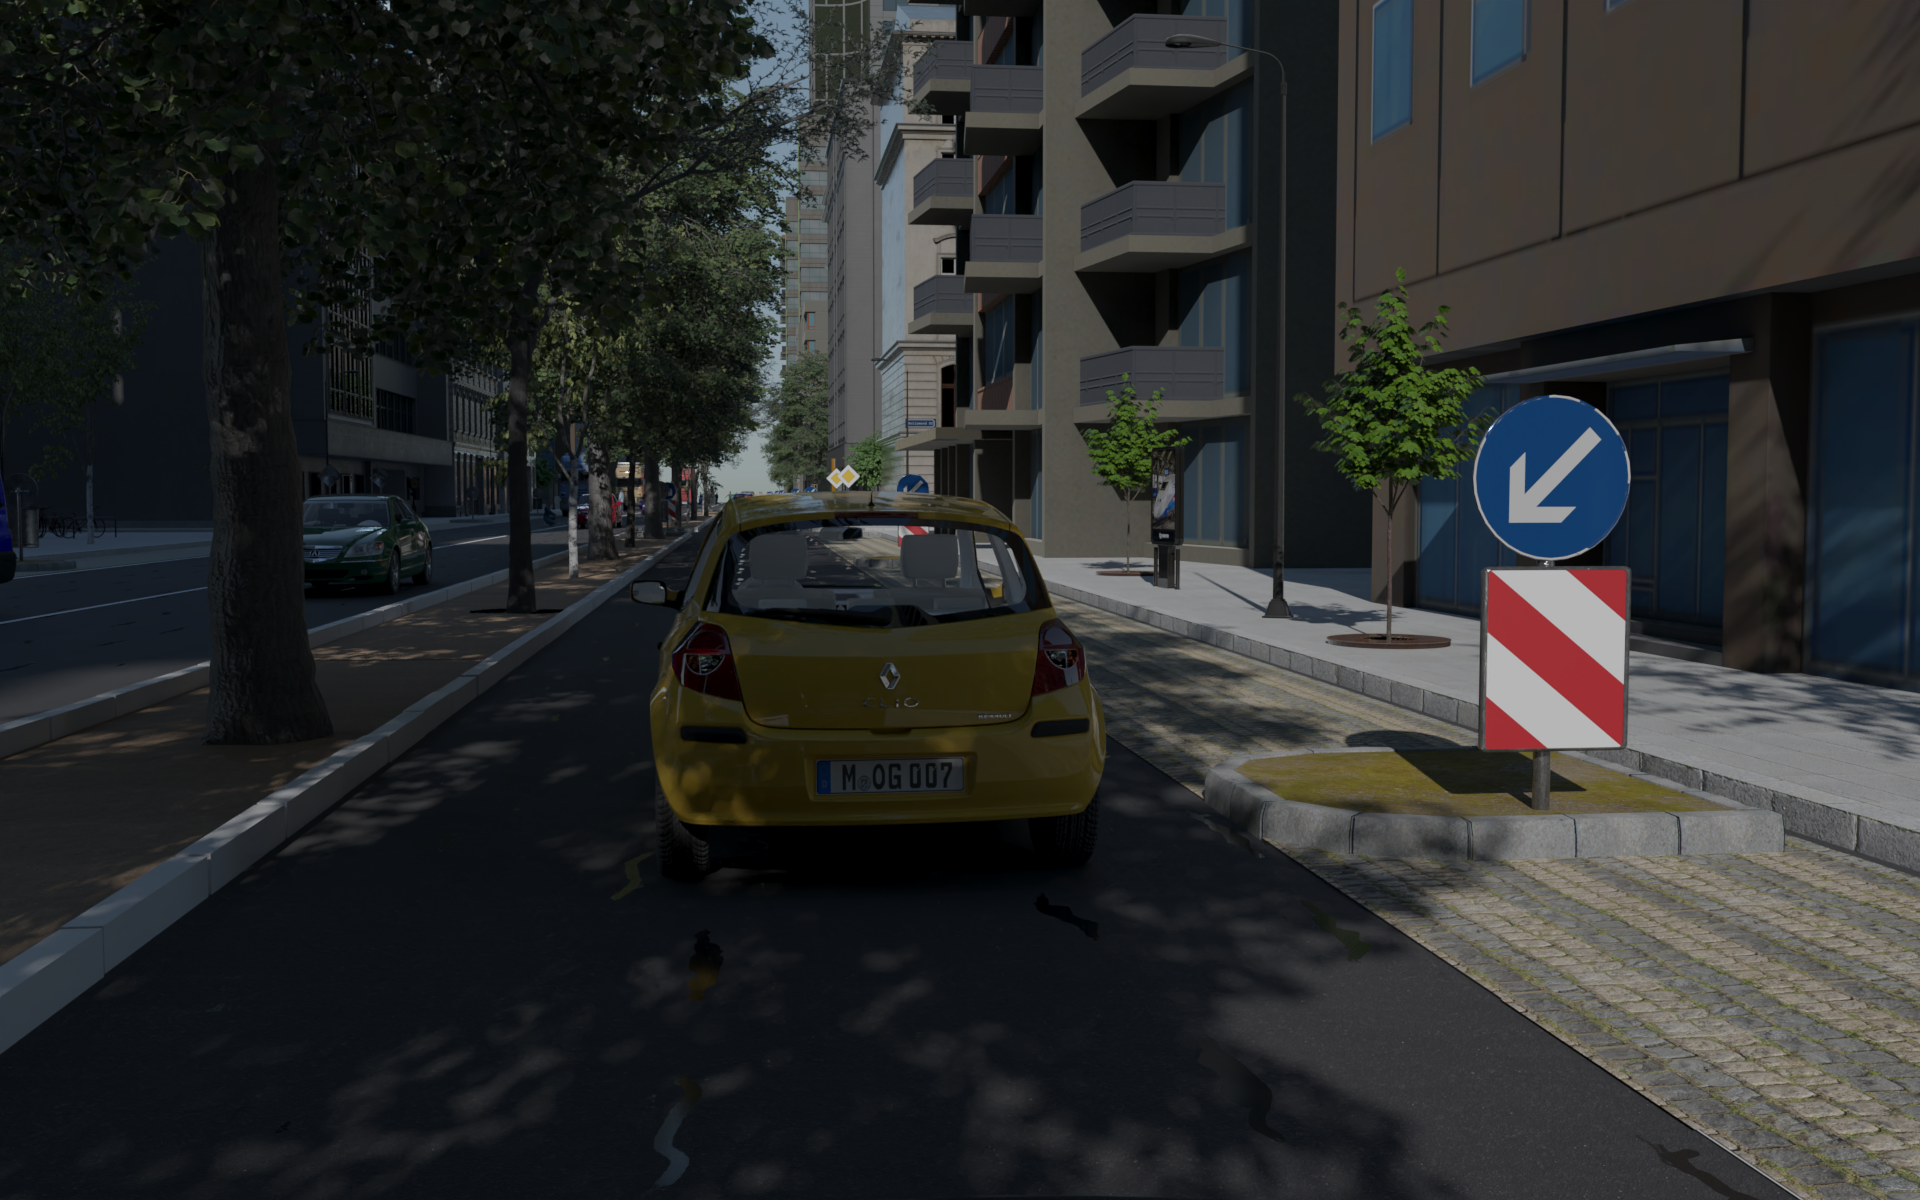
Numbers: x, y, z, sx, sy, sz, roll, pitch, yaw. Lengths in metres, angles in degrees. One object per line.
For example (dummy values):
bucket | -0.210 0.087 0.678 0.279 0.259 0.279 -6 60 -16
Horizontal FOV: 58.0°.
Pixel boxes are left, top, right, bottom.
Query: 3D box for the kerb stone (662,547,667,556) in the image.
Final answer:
kerb stone | -6.779 -1.044 39.264 0.120 0.150 1.000 0 4 -7

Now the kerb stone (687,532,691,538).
kerb stone | -8.642 -1.978 54.538 0.120 0.150 1.000 0 4 -7

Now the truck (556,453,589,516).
truck | -25.280 -7.873 118.475 2.967 4.110 18.799 0 4 -7

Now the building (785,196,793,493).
building | -17.165 -34.073 240.681 14.154 41.232 14.086 0 4 -7

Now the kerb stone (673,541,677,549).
kerb stone | -7.400 -1.354 44.357 0.120 0.150 1.000 0 4 -7

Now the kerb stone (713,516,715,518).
kerb stone | -13.189 -4.251 91.699 0.120 0.150 1.000 0 4 -7

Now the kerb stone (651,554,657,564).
kerb stone | -6.288 -0.795 35.200 0.120 0.150 1.000 0 4 -7

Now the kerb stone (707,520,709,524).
kerb stone | -11.574 -3.441 78.454 0.120 0.150 1.000 0 4 -7

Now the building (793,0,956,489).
building | -9.611 -47.031 207.214 20.563 71.187 20.611 0 4 -7

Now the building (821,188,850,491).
building | -3.073 -21.002 130.778 14.401 28.519 23.554 0 4 -7

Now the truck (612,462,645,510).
truck | -29.300 -10.193 155.561 2.839 4.237 11.283 0 4 -5

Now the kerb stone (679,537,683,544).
kerb stone | -7.899 -1.602 48.433 0.120 0.150 1.000 0 4 -7

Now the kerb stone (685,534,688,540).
kerb stone | -8.393 -1.846 52.504 0.120 0.150 1.000 0 4 -7

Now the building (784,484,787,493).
building | -10.476 -34.788 260.671 32.217 40.220 23.993 0 4 -7

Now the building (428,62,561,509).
building | -50.837 -27.975 149.272 32.217 40.220 23.993 0 4 -7

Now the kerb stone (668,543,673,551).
kerb stone | -7.152 -1.231 42.327 0.120 0.150 1.000 0 4 -7

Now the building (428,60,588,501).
building | -44.269 -31.771 169.568 14.600 45.320 14.200 0 4 -7

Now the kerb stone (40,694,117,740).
kerb stone | -5.375 0.719 10.507 0.120 0.150 1.000 0 4 -7

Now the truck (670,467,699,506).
truck | -28.318 -11.606 178.663 2.839 4.237 11.283 0 4 -8

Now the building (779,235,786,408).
building | -18.570 -38.624 286.122 22.147 44.769 28.867 0 4 -7

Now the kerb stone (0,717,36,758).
kerb stone | -5.253 0.777 9.489 0.120 0.150 1.000 0 4 -7

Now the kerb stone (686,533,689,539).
kerb stone | -8.521 -1.916 53.518 0.120 0.150 1.000 0 4 -7

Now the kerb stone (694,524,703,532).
kerb stone | -10.449 -2.881 69.302 0.120 0.150 1.000 0 4 -7

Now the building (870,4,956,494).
building | 13.882 -15.734 76.342 34.723 24.649 14.460 0 4 -7

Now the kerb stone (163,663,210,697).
kerb stone | -5.632 0.599 12.536 0.120 0.150 1.000 0 4 -7

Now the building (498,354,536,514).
building | -35.848 -16.230 120.115 10.420 20.320 16.860 0 4 -7

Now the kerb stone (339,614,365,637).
kerb stone | -6.249 0.280 17.617 0.120 0.150 1.000 0 4 -7

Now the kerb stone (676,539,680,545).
kerb stone | -7.647 -1.480 46.387 0.120 0.150 1.000 0 4 -7

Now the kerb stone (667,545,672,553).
kerb stone | -7.022 -1.169 41.313 0.120 0.150 1.000 0 4 -7

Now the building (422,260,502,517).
building | -33.386 -15.510 102.734 9.793 20.994 18.267 0 4 -7

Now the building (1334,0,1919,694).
building | 12.182 -22.211 13.268 14.600 45.320 14.200 0 4 -7

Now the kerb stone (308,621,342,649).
kerb stone | -6.124 0.342 16.599 0.120 0.150 1.000 0 4 -7

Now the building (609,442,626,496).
building | -51.714 -35.367 228.367 14.600 45.320 14.200 0 4 -7

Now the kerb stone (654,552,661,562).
kerb stone | -6.402 -0.857 36.215 0.120 0.150 1.000 0 4 -7

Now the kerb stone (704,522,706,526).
kerb stone | -10.944 -3.126 73.361 0.120 0.150 1.000 0 4 -7

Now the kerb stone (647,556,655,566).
kerb stone | -6.154 -0.727 34.186 0.120 0.150 1.000 0 4 -7

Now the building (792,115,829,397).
building | -10.755 -31.006 190.545 14.154 41.232 14.086 0 4 -7

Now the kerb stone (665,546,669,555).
kerb stone | -6.906 -1.107 40.292 0.120 0.150 1.000 0 4 -7

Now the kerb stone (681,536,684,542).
kerb stone | -8.018 -1.666 49.448 0.120 0.150 1.000 0 4 -7

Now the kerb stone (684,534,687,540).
kerb stone | -8.271 -1.791 51.477 0.120 0.150 1.000 0 4 -7

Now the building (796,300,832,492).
building | -1.827 -19.913 170.623 27.650 21.520 28.899 0 4 -7

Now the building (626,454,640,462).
building | -57.871 -36.380 249.435 22.147 44.769 28.867 0 4 -7

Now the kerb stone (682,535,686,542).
kerb stone | -8.145 -1.729 50.463 0.120 0.150 1.000 0 4 -7

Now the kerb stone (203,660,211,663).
kerb stone | -5.744 0.529 13.551 0.120 0.150 1.000 0 4 -7

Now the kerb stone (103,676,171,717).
kerb stone | -5.497 0.653 11.522 0.120 0.150 1.000 0 4 -7

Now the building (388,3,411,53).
building | -51.140 -53.686 190.430 22.319 86.520 31.000 0 4 -7

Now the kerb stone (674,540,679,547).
kerb stone | -7.520 -1.411 45.372 0.120 0.150 1.000 0 4 -7

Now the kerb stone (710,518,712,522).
kerb stone | -12.319 -3.813 84.586 0.120 0.150 1.000 0 4 -7

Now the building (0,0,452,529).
building | -32.871 -15.861 78.388 14.314 24.678 30.058 0 4 -7

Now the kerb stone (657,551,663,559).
kerb stone | -6.526 -0.915 37.230 0.120 0.150 1.000 0 4 -7

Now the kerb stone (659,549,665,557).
kerb stone | -6.654 -0.979 38.245 0.120 0.150 1.000 0 4 -7

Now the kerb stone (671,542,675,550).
kerb stone | -7.273 -1.293 43.342 0.120 0.150 1.000 0 4 -7

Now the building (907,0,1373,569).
building | 10.232 -23.738 42.745 22.147 44.769 28.867 0 4 -7

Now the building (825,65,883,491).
building | -0.682 -19.185 107.176 14.314 27.812 24.014 0 4 -7

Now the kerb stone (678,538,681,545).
kerb stone | -7.780 -1.542 47.407 0.120 0.150 1.000 0 4 -7

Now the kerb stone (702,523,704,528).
kerb stone | -10.570 -2.942 70.317 0.120 0.150 1.000 0 4 -7

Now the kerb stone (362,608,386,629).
kerb stone | -6.372 0.221 18.632 0.120 0.150 1.000 0 4 -7
